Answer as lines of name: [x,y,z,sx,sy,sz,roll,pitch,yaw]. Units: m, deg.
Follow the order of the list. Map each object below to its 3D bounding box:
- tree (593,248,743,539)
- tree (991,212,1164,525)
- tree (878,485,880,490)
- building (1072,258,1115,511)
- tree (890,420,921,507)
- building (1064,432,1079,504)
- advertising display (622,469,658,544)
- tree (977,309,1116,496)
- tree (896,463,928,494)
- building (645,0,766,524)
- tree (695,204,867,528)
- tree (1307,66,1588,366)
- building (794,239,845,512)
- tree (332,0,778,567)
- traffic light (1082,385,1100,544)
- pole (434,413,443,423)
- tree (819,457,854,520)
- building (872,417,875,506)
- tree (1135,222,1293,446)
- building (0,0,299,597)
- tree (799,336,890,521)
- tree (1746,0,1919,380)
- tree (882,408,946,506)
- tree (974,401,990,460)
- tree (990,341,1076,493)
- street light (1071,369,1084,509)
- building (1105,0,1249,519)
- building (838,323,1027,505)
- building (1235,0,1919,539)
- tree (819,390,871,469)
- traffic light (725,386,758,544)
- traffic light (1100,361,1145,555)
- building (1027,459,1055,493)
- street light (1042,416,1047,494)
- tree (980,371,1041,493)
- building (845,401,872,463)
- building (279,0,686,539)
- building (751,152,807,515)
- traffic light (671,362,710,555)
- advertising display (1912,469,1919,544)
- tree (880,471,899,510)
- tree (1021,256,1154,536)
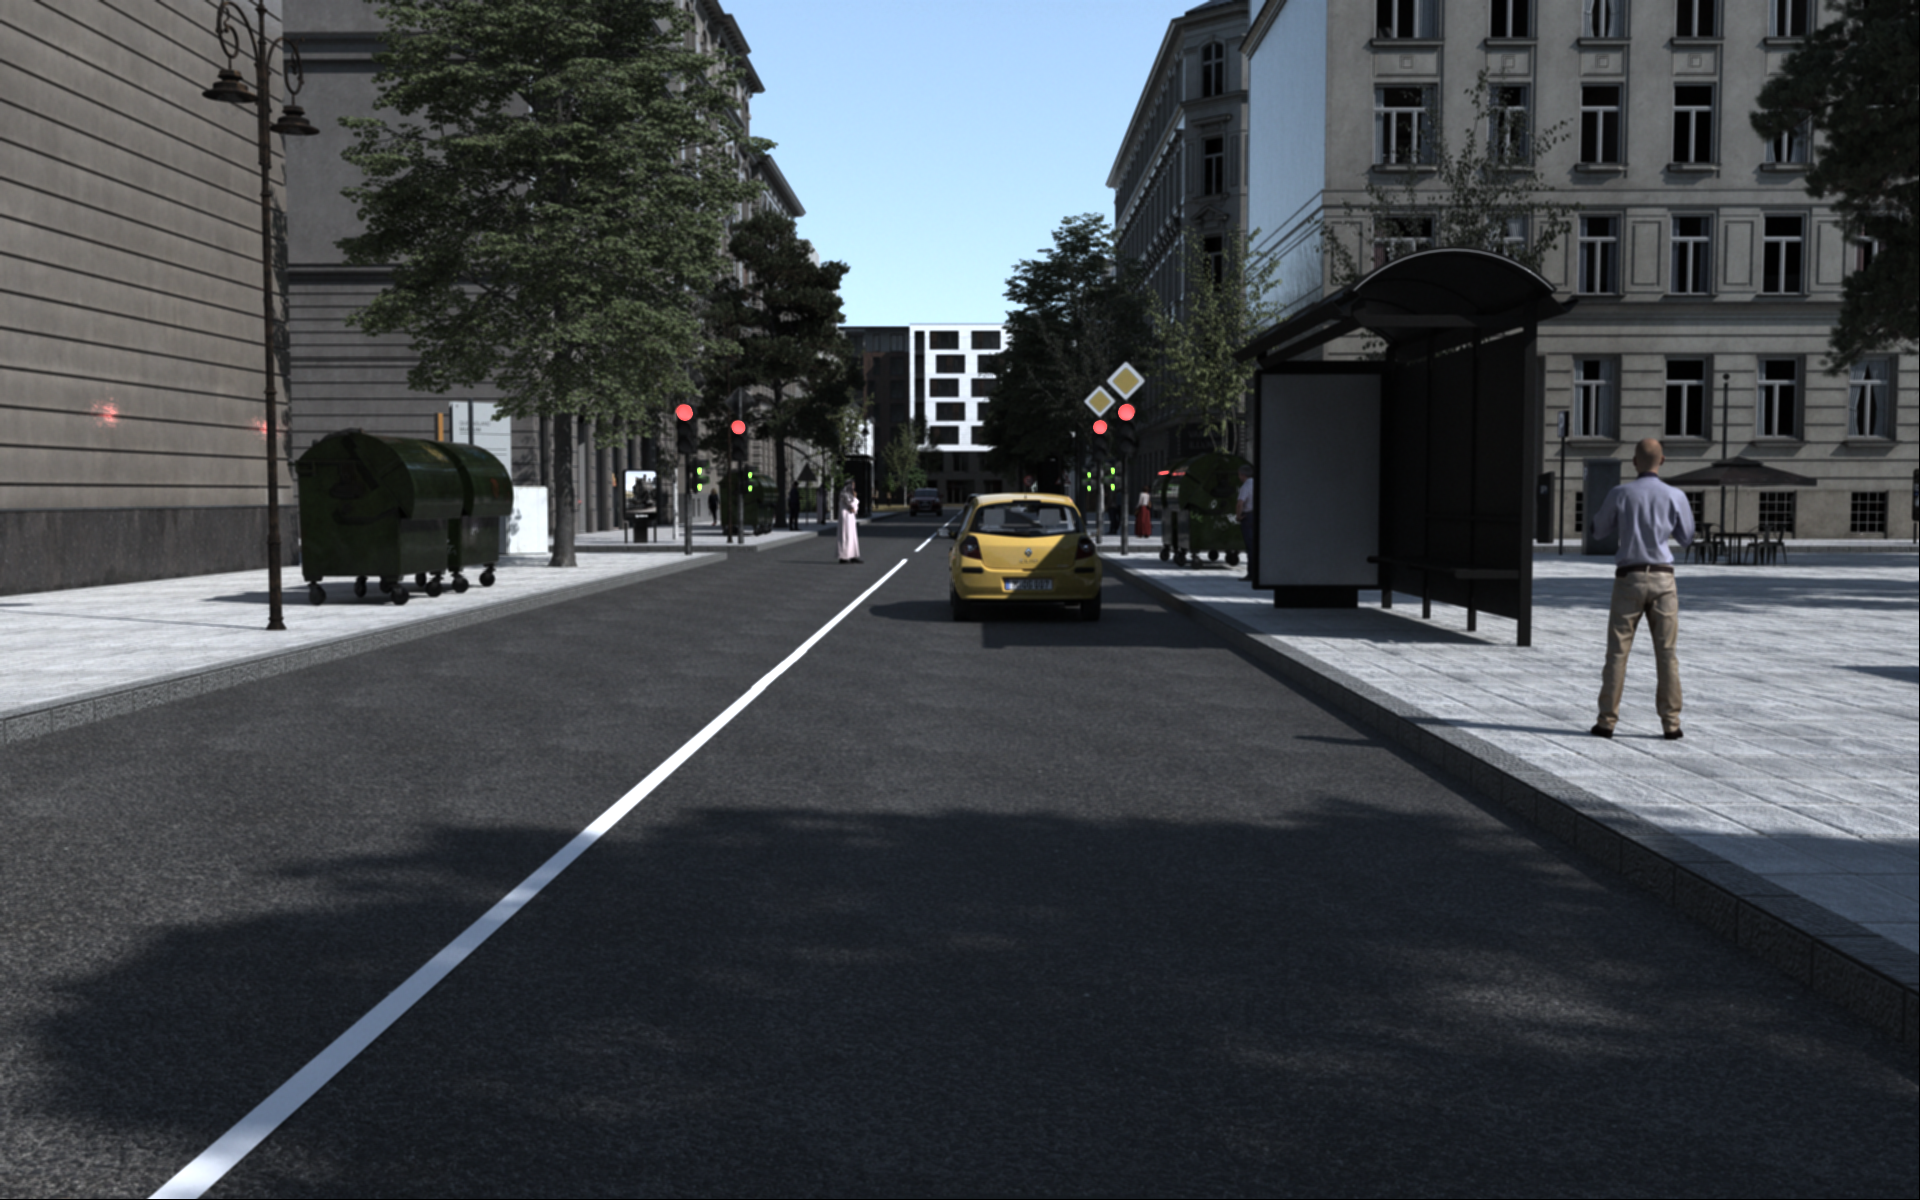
tree: [-8.284,-6.017,48.733,4.360,8.622,3.978,0,3,0]
tree: [4.708,-9.308,70.308,7.486,12.596,7.792,0,3,0]
tree: [-6.341,-6.962,108.433,1.663,3.219,1.824,0,3,0]
building: [17.718,-17.615,144.418,16.016,20.091,11.380,0,4,1]
tree: [-5.581,-13.601,172.737,4.737,8.622,4.395,0,3,0]
building: [14.845,-13.597,164.463,9.099,9.664,28.070,0,4,1]
advertising display: [-8.329,-2.440,45.111,0.974,1.923,0.123,-3,5,-39]
tree: [4.761,-9.137,83.798,7.601,10.594,8.767,1,4,22]
tree: [-4.949,-11.960,179.256,4.285,4.588,4.351,0,3,0]
building: [-17.726,-18.162,84.334,14.401,28.519,23.554,0,4,1]
tree: [-6.771,-8.747,65.064,6.751,12.117,7.091,0,3,0]
tree: [8.414,-4.853,29.701,4.360,8.622,3.978,0,3,0]
building: [-18.654,-16.494,136.134,16.747,18.905,31.486,0,4,1]
tree: [-7.128,-6.880,30.608,7.486,12.596,7.792,0,3,0]
traffic light: [3.543,-3.369,44.333,0.839,4.213,0.868,0,4,1]
pole: [-13.123,-3.049,43.693,0.158,3.312,0.155,0,3,0]
tree: [-6.259,-5.549,85.326,1.663,3.219,1.824,0,3,0]
building: [-23.497,-14.999,187.386,28.070,9.664,9.099,0,4,1]
tree: [6.917,-5.868,46.302,4.737,8.622,4.395,0,3,0]
building: [-24.026,-13.912,24.731,25.104,27.353,12.463,0,4,1]
tree: [-6.055,-8.024,81.551,4.737,8.622,4.395,0,3,0]
tree: [12.094,-5.912,18.724,6.751,12.117,7.091,0,3,0]
tree: [-5.023,-15.457,187.138,7.601,10.594,8.767,1,4,11]
tree: [5.439,-15.529,161.316,7.806,13.903,7.818,0,3,0]
tree: [6.325,-13.431,127.014,7.806,13.903,7.818,0,3,0]
street light: [4.318,-5.589,64.175,0.468,5.910,1.993,0,4,1]
building: [18.203,-19.619,97.189,17.030,29.872,44.131,0,4,1]
building: [-8.059,-23.093,221.547,32.646,21.610,27.936,0,4,1]
building: [24.555,-13.601,55.668,30.059,22.955,16.112,0,4,1]
tree: [-7.621,-9.904,112.296,4.360,8.622,3.978,0,3,0]
traffic light: [-5.618,-3.375,44.431,0.839,4.213,0.868,0,4,1]
traffic light: [3.444,-2.881,36.349,0.839,4.213,0.868,0,4,1]
building: [13.897,-22.044,216.846,11.380,20.091,16.016,0,4,1]
street light: [4.544,-7.274,91.724,0.468,5.910,1.993,0,4,1]
tree: [5.011,-13.536,143.363,6.751,12.117,7.091,0,3,0]
building: [-14.099,-13.696,166.084,9.099,9.664,28.070,0,4,1]
building: [-17.928,-13.391,60.739,13.314,21.916,24.055,0,4,1]
building: [-15.911,-16.983,106.547,11.050,23.489,19.941,0,4,1]
traffic light: [-5.717,-2.887,36.446,0.839,4.213,0.868,0,4,1]
advertising display: [24.689,-2.381,44.138,0.123,1.923,0.974,-1,4,-13]
tree: [-5.580,-8.878,139.758,1.663,3.219,1.824,0,3,0]
tree: [4.133,-6.264,52.774,4.360,8.622,3.978,0,3,0]
